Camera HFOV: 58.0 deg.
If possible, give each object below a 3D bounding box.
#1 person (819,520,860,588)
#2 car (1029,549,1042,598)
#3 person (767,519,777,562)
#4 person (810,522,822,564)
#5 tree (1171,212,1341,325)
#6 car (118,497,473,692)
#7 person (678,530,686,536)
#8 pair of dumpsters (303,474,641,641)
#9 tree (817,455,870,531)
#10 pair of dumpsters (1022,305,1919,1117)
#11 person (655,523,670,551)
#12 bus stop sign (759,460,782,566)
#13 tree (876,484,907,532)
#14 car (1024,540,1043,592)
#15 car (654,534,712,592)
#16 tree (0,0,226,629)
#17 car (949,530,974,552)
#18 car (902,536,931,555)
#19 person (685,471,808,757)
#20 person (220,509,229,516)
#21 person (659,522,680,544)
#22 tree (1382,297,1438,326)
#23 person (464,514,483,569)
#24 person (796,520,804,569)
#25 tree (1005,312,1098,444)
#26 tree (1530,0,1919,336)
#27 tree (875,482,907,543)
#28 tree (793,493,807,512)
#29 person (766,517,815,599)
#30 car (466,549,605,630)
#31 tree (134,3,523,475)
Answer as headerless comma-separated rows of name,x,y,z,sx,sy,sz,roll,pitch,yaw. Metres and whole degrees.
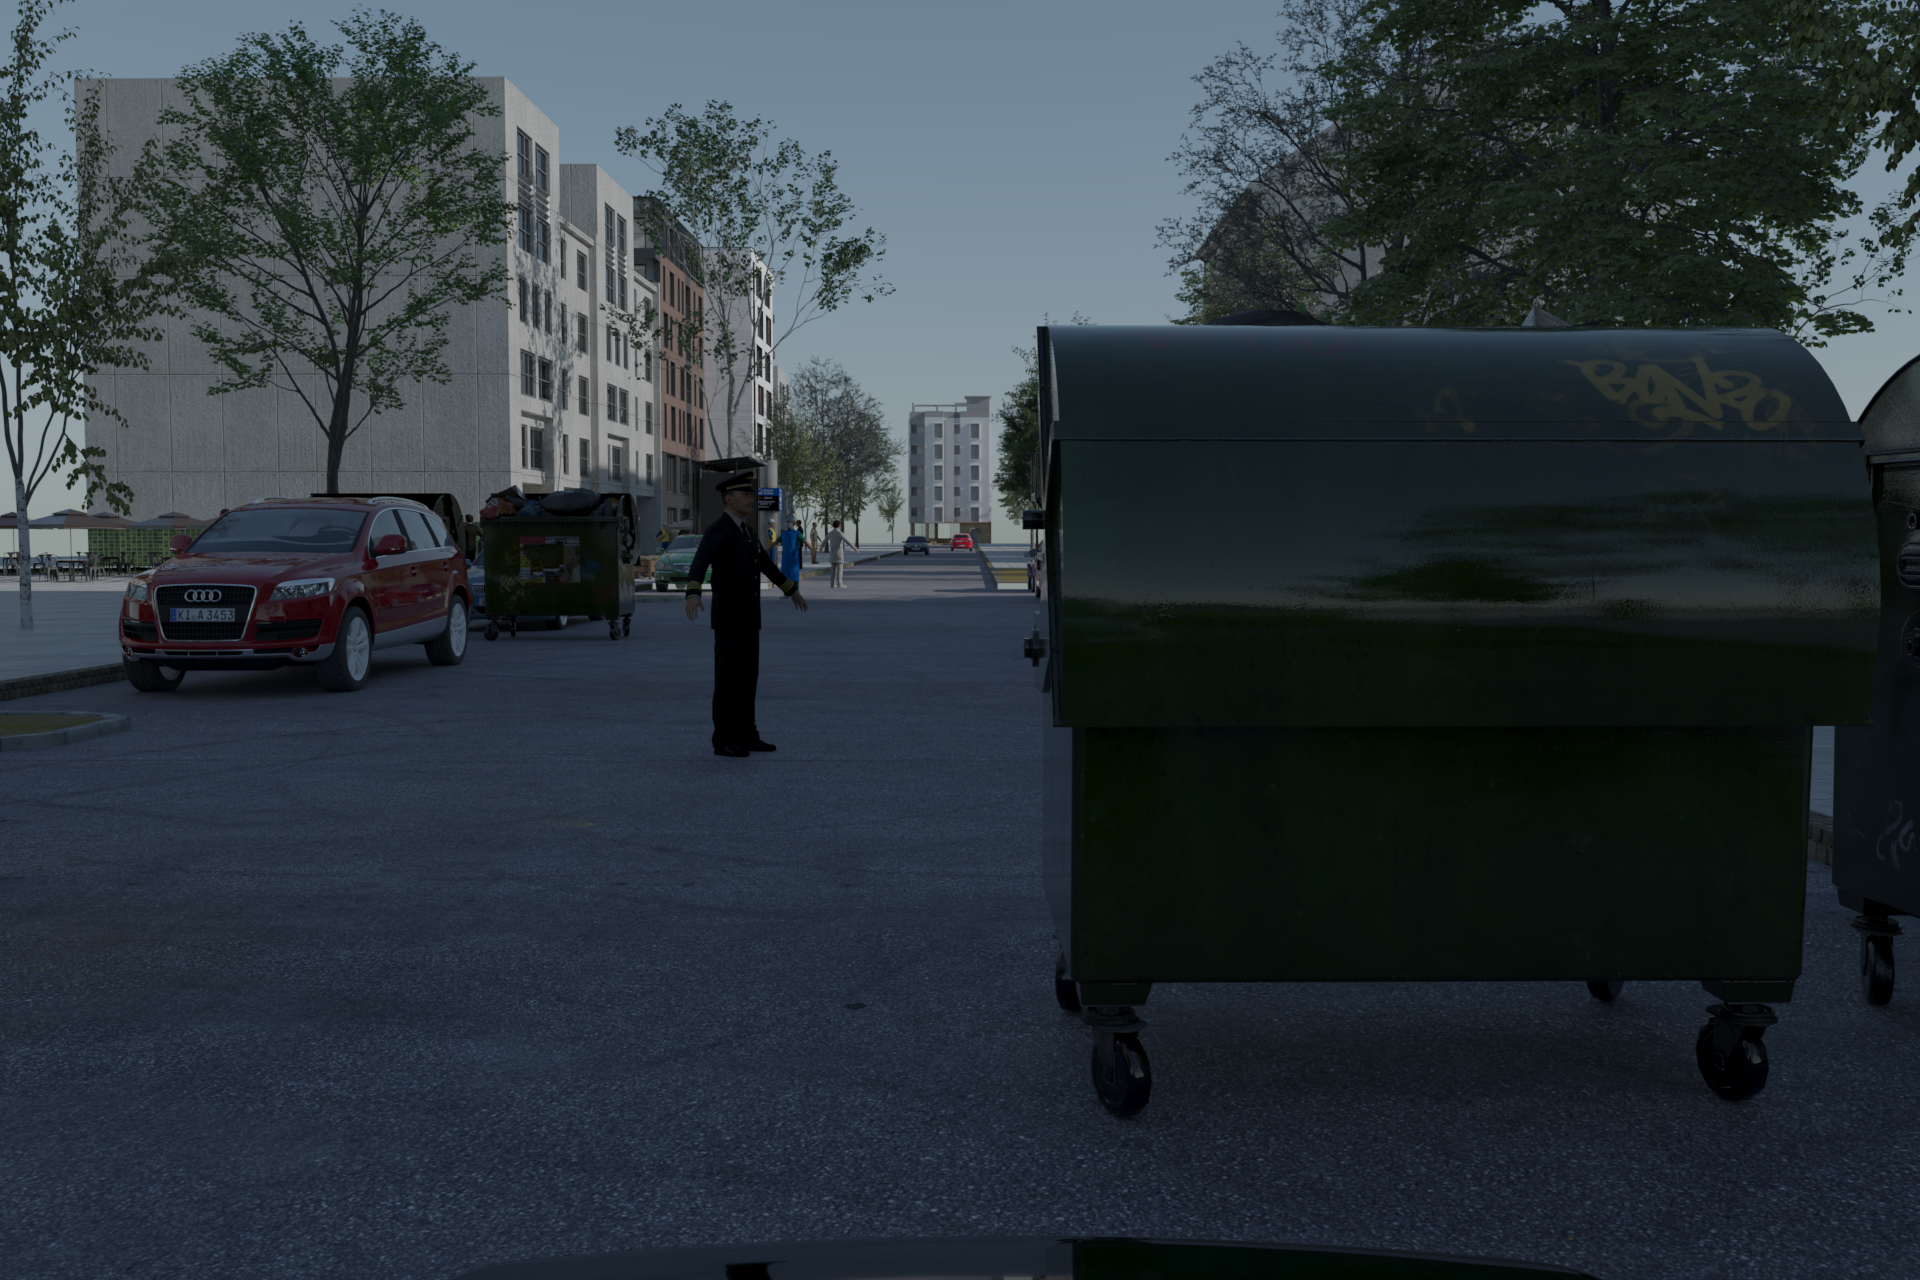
person,-3.264,-2.294,46.145,1.347,1.806,0.705,2,4,35
car,2.594,-1.756,37.753,2.155,1.783,4.494,0,4,-1
person,-5.946,-2.999,55.500,0.721,1.772,1.216,0,4,-1
person,-6.249,-4.184,74.682,0.705,1.796,1.348,1,4,13
tree,10.640,-8.809,62.156,7.486,12.596,7.792,0,3,0
car,-6.484,-0.536,17.429,2.281,1.827,5.304,0,4,0
person,-10.314,-3.491,63.805,0.721,1.740,1.216,0,4,-1
pair of dumpsters,-6.677,-1.144,23.650,4.436,2.255,1.574,0,4,0
tree,-15.877,-19.529,237.419,7.486,12.596,7.792,0,3,0
pair of dumpsters,2.387,0.011,4.771,4.436,2.255,1.574,0,4,-1
person,-14.130,-4.716,83.082,0.705,1.833,1.349,3,5,43
bus stop sign,-6.822,-4.454,61.846,0.837,3.901,0.837,0,4,2
tree,-9.200,-17.919,243.335,4.360,8.622,3.978,0,3,0
car,2.612,-1.912,43.842,1.945,1.354,3.894,0,3,0
car,-6.633,-2.001,44.519,2.131,1.459,4.920,0,4,0
tree,-12.450,-4.457,23.228,4.737,8.622,4.395,0,3,0
car,0.122,-8.208,143.245,2.155,1.783,4.494,0,3,0
car,-2.977,-6.459,118.192,1.945,1.354,3.894,0,4,0
person,-1.430,-0.177,11.287,0.705,1.837,1.347,2,4,26
person,-13.972,-1.595,32.646,0.750,1.759,0.617,0,4,3
person,-12.578,-4.280,76.112,1.348,1.813,0.705,-2,4,-30
tree,13.601,-6.254,52.612,4.737,8.622,4.395,0,3,0
person,-13.029,-2.431,45.935,0.705,1.806,1.347,2,4,33
person,-5.867,-3.467,62.914,0.704,1.802,1.346,0,4,4
tree,3.654,-6.599,58.250,4.737,8.622,4.395,0,3,0
tree,24.469,-12.183,55.083,12.611,20.169,13.585,0,3,0
tree,-9.475,-17.474,236.066,4.737,8.622,4.395,0,3,0
tree,-24.773,-19.388,242.753,9.928,11.665,9.643,0,3,0
person,-3.759,-1.815,38.256,1.347,1.817,0.704,2,4,25
car,-6.785,-0.946,27.475,2.014,1.417,4.499,0,4,1
tree,-12.378,-6.641,34.333,9.928,11.665,9.643,0,3,0
